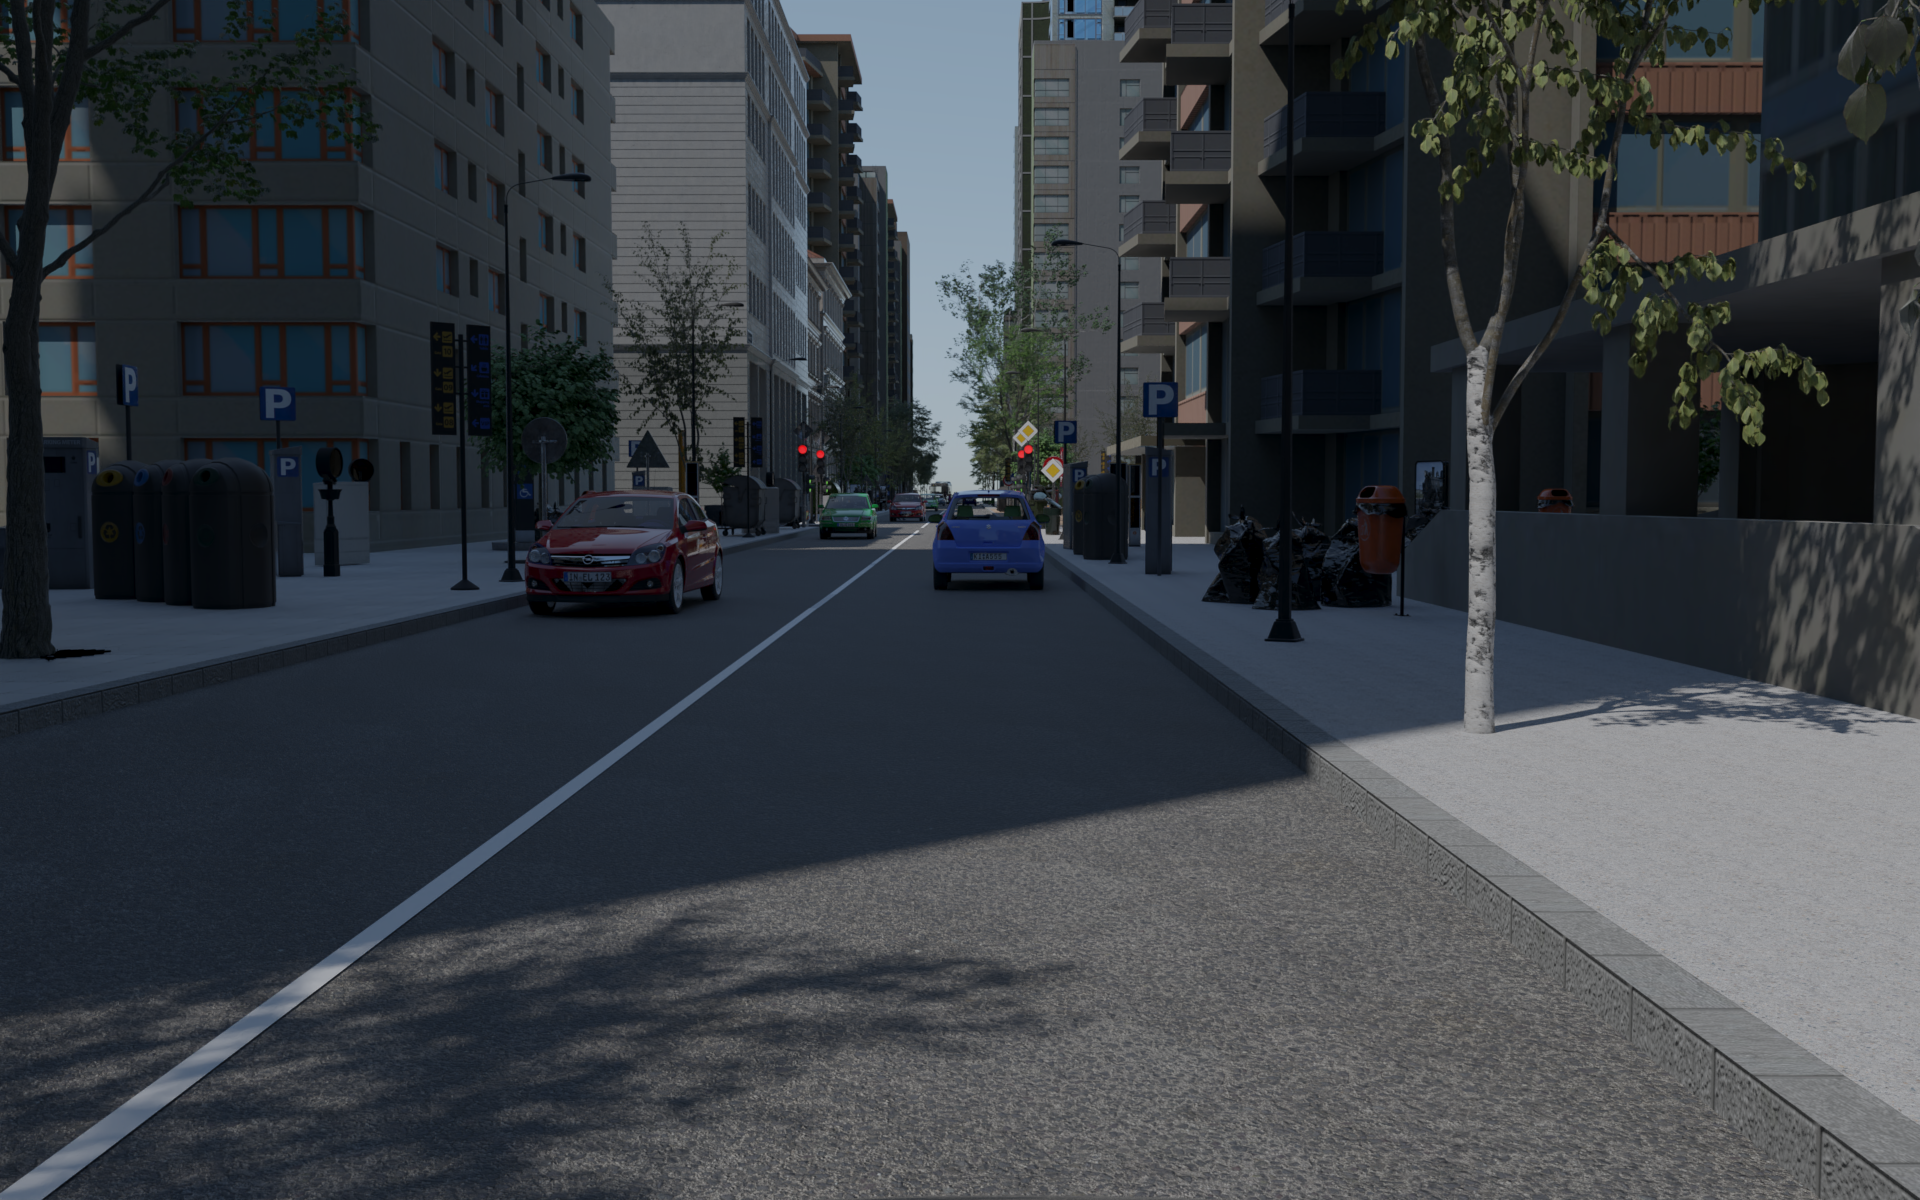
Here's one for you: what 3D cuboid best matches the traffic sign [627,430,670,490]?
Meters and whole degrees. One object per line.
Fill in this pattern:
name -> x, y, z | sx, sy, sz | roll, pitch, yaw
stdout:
traffic sign -> -6.351, -2.157, 35.267 | 0.884, 2.594, 0.081 | 0, 4, 2

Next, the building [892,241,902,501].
building -> -16.396, -35.983, 271.920 | 14.154, 41.232, 14.086 | 0, 4, 0

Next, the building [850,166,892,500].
building -> -16.021, -32.179, 209.728 | 14.154, 41.232, 14.086 | 0, 4, 0

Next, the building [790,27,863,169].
building -> -20.591, -31.121, 163.446 | 22.147, 44.769, 28.867 | 0, 4, 0

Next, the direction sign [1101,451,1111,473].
direction sign -> 7.645, -6.037, 90.707 | 0.379, 3.537, 0.876 | -2, 4, -31

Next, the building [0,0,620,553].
building -> -27.283, -12.584, 50.785 | 28.899, 21.520, 27.650 | 0, 4, 0

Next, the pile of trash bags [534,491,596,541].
pile of trash bags -> -10.216, -2.215, 45.974 | 1.912, 1.369, 3.447 | -2, 4, -30

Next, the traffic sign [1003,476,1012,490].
traffic sign -> 3.153, -6.839, 111.917 | 0.768, 2.556, 0.104 | 1, 4, 10

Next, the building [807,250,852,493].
building -> -15.018, -18.394, 136.900 | 11.583, 22.565, 21.152 | 0, 4, 0

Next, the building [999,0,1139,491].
building -> 18.020, -59.883, 291.764 | 22.319, 86.520, 31.000 | 0, 4, 0

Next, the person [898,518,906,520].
person -> -3.166, -5.022, 94.884 | 0.640, 1.303, 0.475 | 2, 4, 35

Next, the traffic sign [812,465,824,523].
traffic sign -> -6.331, -4.681, 76.537 | 0.884, 2.594, 0.081 | 0, 4, 3

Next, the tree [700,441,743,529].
tree -> -8.610, -4.203, 63.322 | 1.663, 3.219, 1.824 | 0, 3, 0

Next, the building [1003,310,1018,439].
building -> 13.721, -30.537, 270.980 | 14.160, 30.474, 14.107 | 0, 4, 0

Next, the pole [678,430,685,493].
pole -> -8.854, -3.749, 55.144 | 0.158, 3.312, 0.155 | 0, 3, 0

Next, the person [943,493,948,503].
person -> -1.854, -12.970, 222.029 | 0.593, 1.643, 0.415 | -3, 5, -44

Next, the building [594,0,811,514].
building -> -14.770, -19.181, 91.109 | 11.434, 29.767, 29.804 | 0, 4, 0

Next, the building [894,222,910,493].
building -> -15.343, -38.887, 285.907 | 14.600, 45.320, 14.200 | 0, 4, 0

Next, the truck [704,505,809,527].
truck -> -15.681, -4.966, 70.952 | 18.799, 4.110, 2.967 | 0, 4, 1

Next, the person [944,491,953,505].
person -> -1.048, -9.813, 169.619 | 1.217, 1.739, 0.721 | -2, 4, -33

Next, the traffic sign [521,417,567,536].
traffic sign -> -6.915, -1.756, 28.815 | 0.768, 2.556, 0.104 | 0, 4, 2

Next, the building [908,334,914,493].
building -> -15.330, -32.369, 300.932 | 14.160, 30.474, 14.107 | 0, 4, 0

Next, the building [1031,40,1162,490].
building -> 13.553, -29.149, 160.176 | 14.154, 41.232, 14.086 | 0, 4, 0

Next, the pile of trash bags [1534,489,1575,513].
pile of trash bags -> 8.657, -1.182, 29.071 | 3.447, 1.369, 1.912 | -1, 4, -10

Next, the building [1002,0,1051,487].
building -> 16.705, -49.768, 251.961 | 20.563, 71.187, 20.611 | 0, 4, 0

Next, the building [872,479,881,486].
building -> -25.149, -30.514, 190.792 | 32.217, 40.220, 23.993 | 0, 4, 0

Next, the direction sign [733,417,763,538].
direction sign -> -6.238, -3.609, 51.004 | 0.876, 3.537, 0.379 | -1, 4, -22

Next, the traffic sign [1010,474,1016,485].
traffic sign -> 3.132, -5.794, 94.840 | 0.768, 2.556, 0.104 | 1, 4, 9

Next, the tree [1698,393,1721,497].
tree -> 11.919, -2.067, 28.405 | 1.663, 3.219, 1.824 | 0, 3, 0

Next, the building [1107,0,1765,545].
building -> 16.026, -24.052, 47.869 | 22.147, 44.769, 28.867 | 0, 4, 0

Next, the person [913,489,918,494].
person -> -3.822, -8.521, 147.794 | 0.580, 1.828, 0.573 | 2, 4, 28

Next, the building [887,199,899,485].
building -> -20.187, -36.409, 249.908 | 22.147, 44.769, 28.867 | 0, 4, 0

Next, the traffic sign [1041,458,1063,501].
traffic sign -> 2.997, -3.344, 55.861 | 0.795, 2.450, 0.064 | 0, 4, 3

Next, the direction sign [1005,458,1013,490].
direction sign -> 3.265, -7.129, 108.548 | 0.876, 3.537, 0.379 | 1, 4, 8

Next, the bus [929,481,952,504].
bus -> -2.664, -15.357, 245.949 | 2.948, 3.499, 13.247 | 0, 4, 2

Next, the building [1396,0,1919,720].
building -> 21.582, -19.678, 13.619 | 32.217, 40.220, 23.993 | 0, 4, 0

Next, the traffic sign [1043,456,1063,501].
traffic sign -> 3.156, -3.547, 58.095 | 0.768, 2.556, 0.104 | 1, 4, 9

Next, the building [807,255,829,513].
building -> -14.806, -15.425, 116.824 | 10.561, 19.102, 19.286 | 0, 4, 0

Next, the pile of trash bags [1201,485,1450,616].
pile of trash bags -> 4.109, -0.598, 19.535 | 1.912, 1.369, 3.447 | -1, 4, -13

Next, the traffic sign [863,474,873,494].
traffic sign -> -6.022, -6.827, 111.626 | 0.884, 2.594, 0.081 | 0, 4, 7

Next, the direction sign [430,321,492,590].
direction sign -> -6.637, -1.903, 23.115 | 0.379, 3.537, 0.876 | 3, 5, 44
